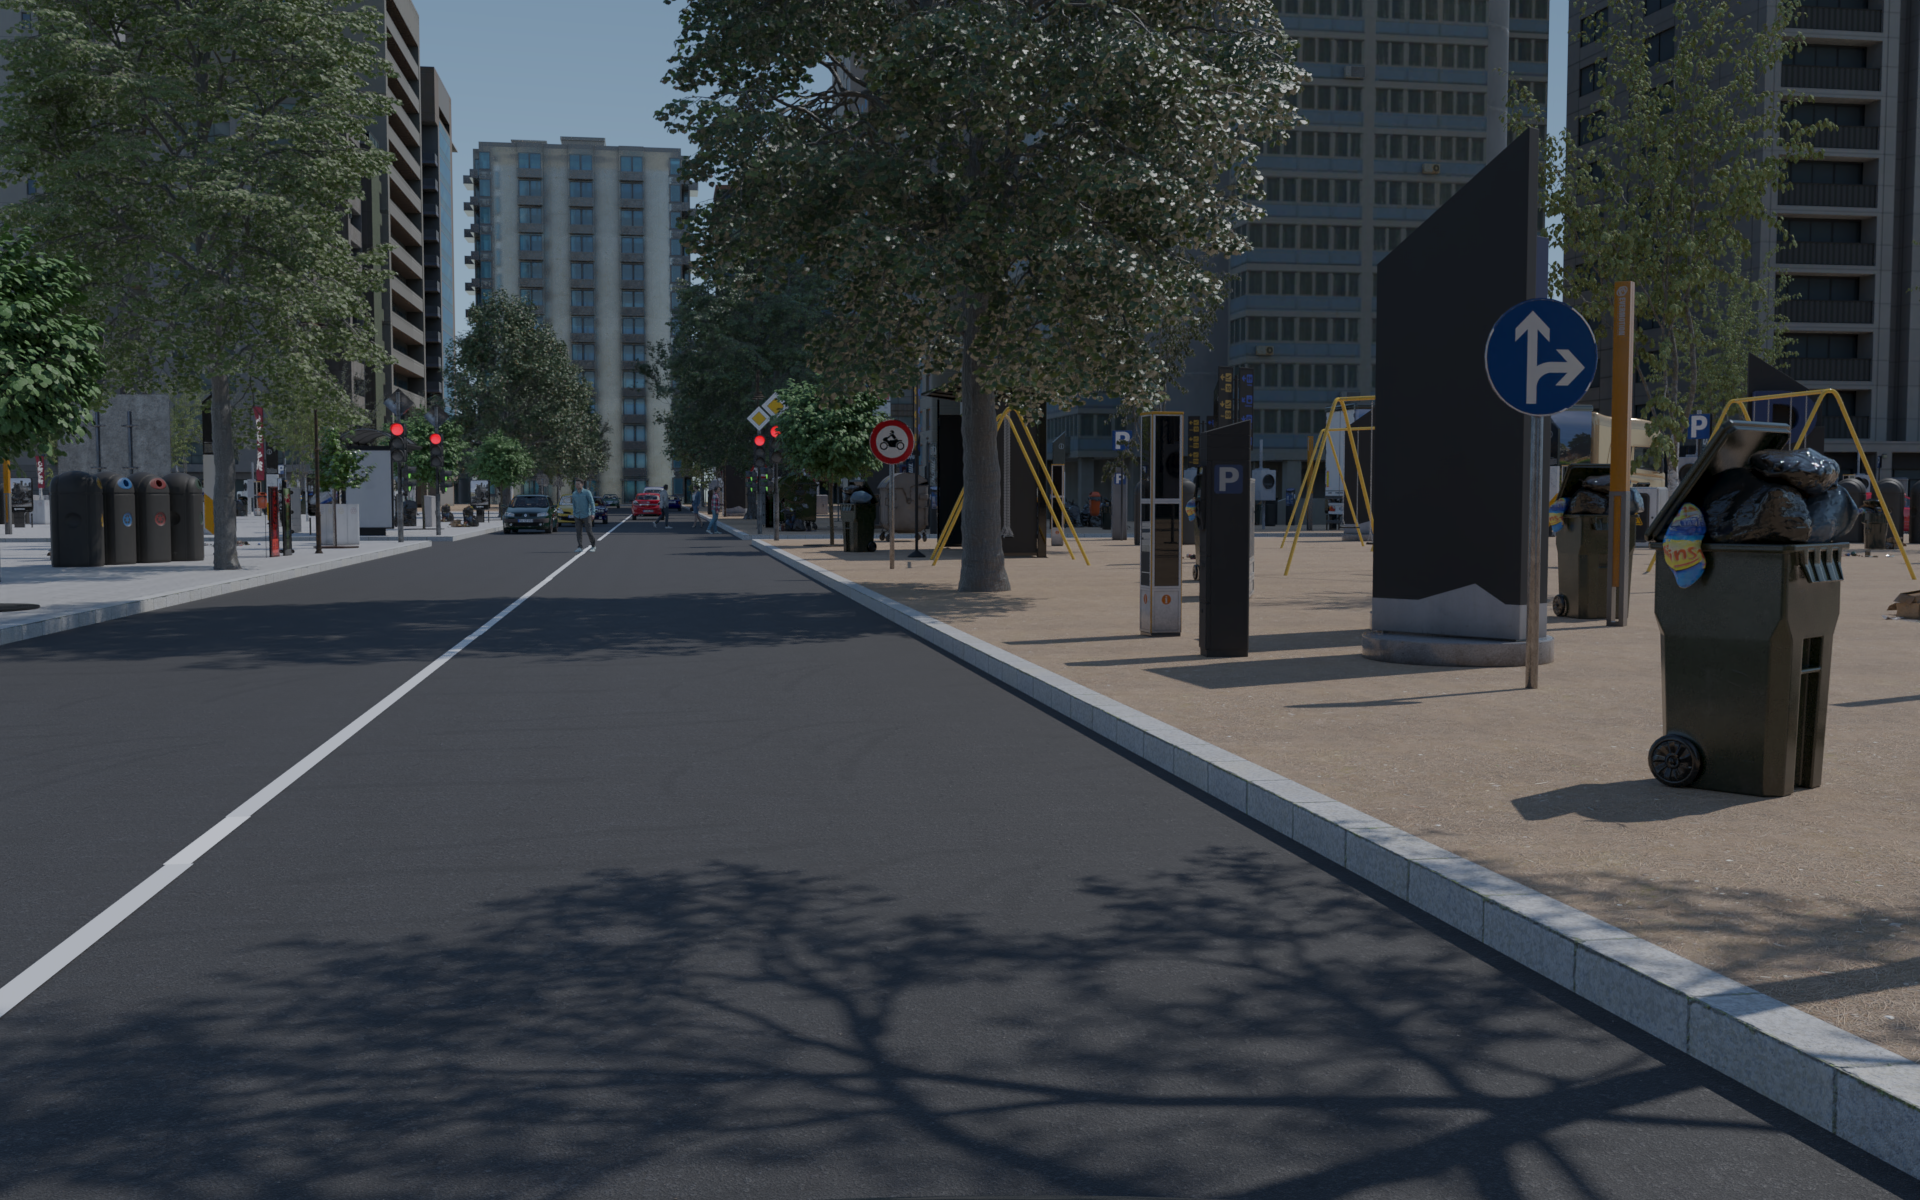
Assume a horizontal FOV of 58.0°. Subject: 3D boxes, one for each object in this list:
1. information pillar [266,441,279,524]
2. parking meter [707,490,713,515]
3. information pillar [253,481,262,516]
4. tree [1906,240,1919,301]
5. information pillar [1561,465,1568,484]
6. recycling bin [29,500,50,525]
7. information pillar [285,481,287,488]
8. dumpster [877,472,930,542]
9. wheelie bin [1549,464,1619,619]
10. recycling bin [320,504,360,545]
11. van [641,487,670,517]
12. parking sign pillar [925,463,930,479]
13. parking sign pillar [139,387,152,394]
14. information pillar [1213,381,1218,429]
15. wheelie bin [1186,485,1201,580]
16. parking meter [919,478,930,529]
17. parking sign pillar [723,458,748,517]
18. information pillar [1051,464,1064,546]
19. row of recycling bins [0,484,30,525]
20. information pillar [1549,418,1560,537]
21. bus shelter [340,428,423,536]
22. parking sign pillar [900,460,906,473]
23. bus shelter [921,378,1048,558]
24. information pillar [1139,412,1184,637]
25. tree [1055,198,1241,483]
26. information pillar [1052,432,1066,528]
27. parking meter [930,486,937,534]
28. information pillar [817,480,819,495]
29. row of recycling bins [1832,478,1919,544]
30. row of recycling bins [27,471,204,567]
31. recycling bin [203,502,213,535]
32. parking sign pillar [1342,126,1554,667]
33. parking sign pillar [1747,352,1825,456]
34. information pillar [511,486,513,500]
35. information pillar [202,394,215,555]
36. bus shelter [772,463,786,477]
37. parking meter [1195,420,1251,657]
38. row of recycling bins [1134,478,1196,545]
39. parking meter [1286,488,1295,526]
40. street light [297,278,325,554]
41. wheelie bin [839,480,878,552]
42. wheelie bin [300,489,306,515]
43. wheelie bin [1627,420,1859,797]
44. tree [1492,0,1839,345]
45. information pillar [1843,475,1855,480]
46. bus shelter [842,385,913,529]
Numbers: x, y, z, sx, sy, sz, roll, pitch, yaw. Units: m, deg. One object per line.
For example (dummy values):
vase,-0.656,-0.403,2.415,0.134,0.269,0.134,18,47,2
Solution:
information pillar,-29.048,-5.003,73.151,0.504,3.616,0.183,0,4,-6
parking meter,-15.528,-6.078,107.782,0.372,1.533,0.369,0,3,0
information pillar,-40.991,-5.907,101.066,0.304,2.012,0.304,2,4,33
tree,24.274,-5.513,40.494,4.737,8.622,4.395,0,3,0
information pillar,15.409,-2.404,43.794,0.304,2.012,0.304,-3,5,-41
recycling bin,-38.754,-3.705,73.135,0.722,1.027,0.722,1,4,8
information pillar,-36.910,-5.505,94.497,0.304,2.012,0.304,0,4,4
dumpster,-1.524,-2.529,47.110,1.264,1.857,1.865,-1,4,-10
wheelie bin,6.619,-0.614,17.952,0.980,1.594,0.693,0,4,-8
recycling bin,-15.695,-1.911,43.801,0.722,1.027,0.722,3,5,39
van,-19.686,-6.395,111.570,2.013,2.044,4.112,-1,4,-9
parking sign pillar,-1.740,-7.791,115.855,1.447,3.967,1.447,3,4,38
parking sign pillar,-20.886,-3.353,43.298,1.447,3.967,1.447,3,4,36
information pillar,4.870,-2.515,32.475,0.183,3.616,0.504,-1,4,-12
wheelie bin,3.855,-1.084,25.638,0.980,1.594,0.693,0,4,-6
parking meter,-1.320,-3.514,63.169,0.399,1.863,0.255,1,4,16
parking sign pillar,-12.843,-6.764,99.062,1.447,3.967,1.447,1,4,10
information pillar,2.413,-2.342,42.783,0.304,2.012,0.304,0,4,7
row of recycling bins,-40.588,-4.021,72.854,1.069,1.692,3.534,1,4,12
information pillar,17.634,-3.683,51.567,0.183,3.616,0.504,-2,4,-24
bus shelter,-18.683,-3.781,55.741,2.014,3.302,5.546,-1,4,-10
parking sign pillar,-3.509,-7.704,114.435,1.447,3.967,1.447,-2,4,-29
bus shelter,0.468,-2.835,37.627,1.731,3.624,6.357,-1,4,-10
information pillar,1.815,-0.681,15.629,0.304,2.012,0.304,-1,4,-14
tree,4.278,-5.437,39.262,4.360,8.622,3.978,0,3,0
information pillar,3.709,-4.494,64.826,0.504,3.616,0.183,-1,4,-13
parking meter,-0.780,-2.884,55.565,0.372,1.533,0.369,0,3,0
information pillar,-9.924,-7.871,120.052,0.183,3.616,0.504,-3,5,-40
row of recycling bins,23.886,-2.346,45.476,3.534,1.692,1.069,2,4,29
row of recycling bins,-15.342,-1.517,31.916,1.069,1.692,3.534,1,4,13
recycling bin,-23.606,-2.585,54.813,0.722,1.027,0.722,2,4,24
parking sign pillar,3.880,-1.525,13.413,1.447,3.967,1.447,-3,5,-43
parking sign pillar,15.572,-2.706,32.721,1.447,3.967,1.447,1,4,15
information pillar,-28.136,-7.179,108.735,0.183,3.616,0.504,0,4,-5
information pillar,-15.663,-2.760,36.480,0.504,3.616,0.183,-1,4,-8
bus shelter,-11.005,-8.001,108.449,2.179,5.291,8.768,-1,4,-10
parking meter,2.073,-0.487,13.675,0.399,1.863,0.255,0,4,-4
row of recycling bins,5.990,-2.273,44.272,3.534,1.692,1.069,-2,4,-33
parking meter,13.497,-3.812,70.741,0.372,1.533,0.369,0,3,0
street light,-13.824,-3.938,37.167,0.468,5.910,1.993,-1,4,-10
wheelie bin,-2.243,-1.860,38.320,0.693,1.594,0.980,-3,4,-38
wheelie bin,-41.222,-6.164,108.693,0.693,1.594,0.980,-1,4,-19
wheelie bin,3.485,0.018,7.610,0.980,1.594,0.693,-3,5,-42
tree,9.110,-4.415,22.546,4.737,8.622,4.395,0,3,0
information pillar,33.645,-3.737,65.594,0.304,2.012,0.304,-1,4,-18
bus shelter,-3.175,-5.144,61.739,2.179,5.291,8.768,-1,4,-10
